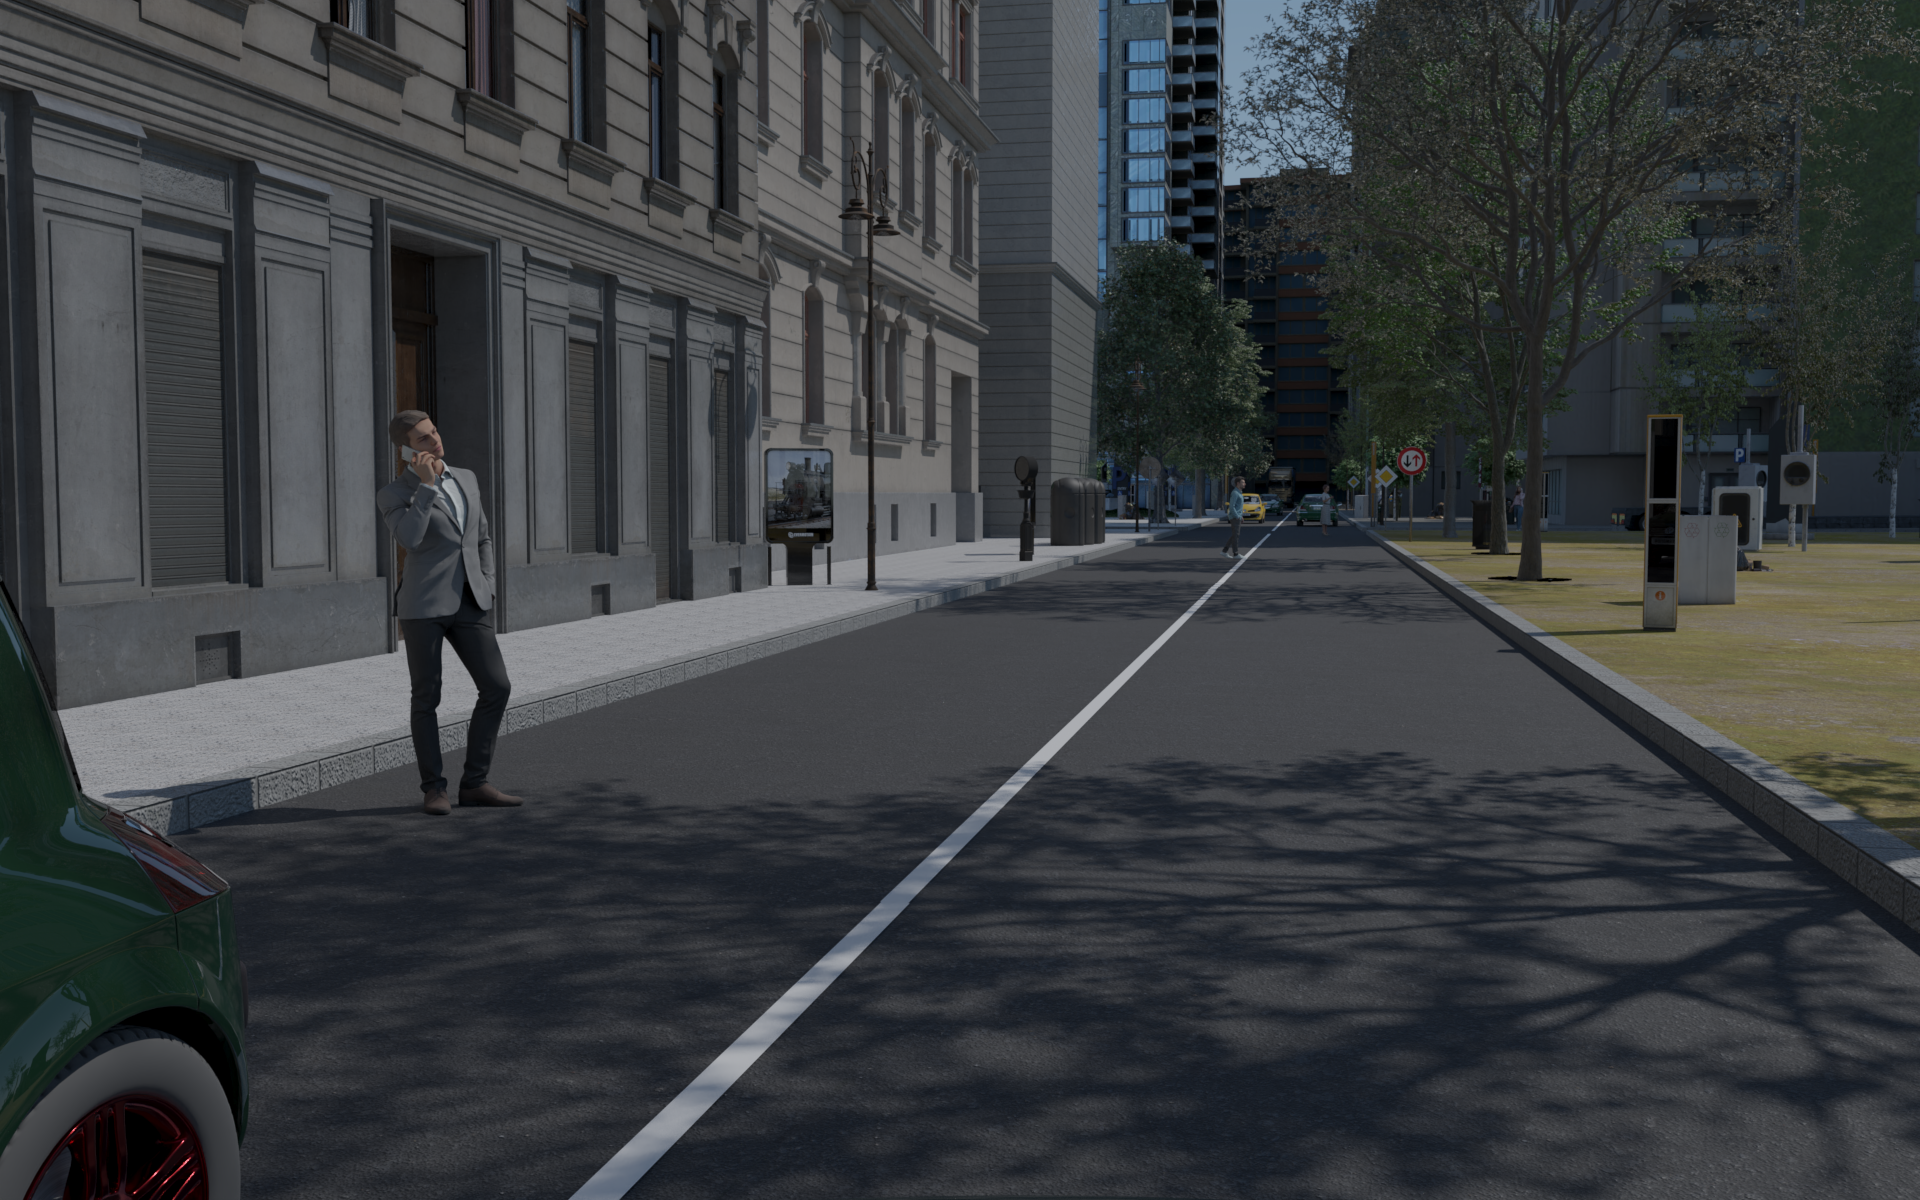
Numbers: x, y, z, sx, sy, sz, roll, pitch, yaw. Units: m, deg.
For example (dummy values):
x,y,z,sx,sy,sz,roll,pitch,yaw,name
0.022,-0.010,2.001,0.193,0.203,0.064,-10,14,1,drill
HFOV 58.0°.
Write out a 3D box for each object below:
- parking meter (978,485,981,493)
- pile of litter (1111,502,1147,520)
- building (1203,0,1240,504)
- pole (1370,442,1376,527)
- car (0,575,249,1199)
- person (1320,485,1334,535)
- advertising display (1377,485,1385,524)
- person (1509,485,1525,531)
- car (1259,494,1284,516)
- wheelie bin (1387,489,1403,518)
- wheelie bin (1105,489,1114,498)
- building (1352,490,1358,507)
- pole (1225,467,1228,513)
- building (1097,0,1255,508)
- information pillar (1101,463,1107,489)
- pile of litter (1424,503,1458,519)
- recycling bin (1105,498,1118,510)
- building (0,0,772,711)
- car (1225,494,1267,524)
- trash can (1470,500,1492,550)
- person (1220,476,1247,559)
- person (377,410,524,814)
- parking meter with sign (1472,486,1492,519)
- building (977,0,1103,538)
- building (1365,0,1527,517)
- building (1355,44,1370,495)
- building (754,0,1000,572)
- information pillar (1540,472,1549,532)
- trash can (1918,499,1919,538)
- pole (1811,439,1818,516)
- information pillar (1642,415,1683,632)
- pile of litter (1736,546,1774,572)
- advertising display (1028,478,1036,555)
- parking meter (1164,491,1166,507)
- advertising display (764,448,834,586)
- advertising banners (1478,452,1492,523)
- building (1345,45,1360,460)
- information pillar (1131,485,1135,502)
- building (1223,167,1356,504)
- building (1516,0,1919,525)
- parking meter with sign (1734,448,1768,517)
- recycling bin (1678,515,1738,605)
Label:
x,y,z,sx,sy,sz,roll,pitch,yaw,name
0.419,-2.539,49.926,0.372,1.533,0.369,0,3,0,parking meter
8.441,-4.436,86.499,1.719,0.858,1.176,2,4,27,pile of litter
19.755,-45.674,185.026,20.563,71.187,20.611,1,4,11,building
16.138,-4.510,67.586,0.158,3.312,0.155,0,3,0,pole
-2.331,0.517,1.337,2.009,1.686,4.222,1,4,12,car
12.763,-3.119,60.060,0.524,1.755,0.480,2,4,33,person
17.735,-4.148,73.041,0.123,1.923,0.974,0,4,2,advertising display
20.795,-3.388,64.489,0.643,1.750,0.593,-3,5,-40,person
20.522,-6.334,115.353,2.131,1.459,4.920,1,4,13,car
23.278,-5.180,92.605,0.693,1.594,0.980,2,4,31,wheelie bin
10.079,-6.776,118.695,0.980,1.594,0.693,2,4,24,wheelie bin
50.504,-45.020,174.323,20.563,71.187,20.611,1,4,11,building
17.632,-7.381,114.523,0.158,3.312,0.155,0,3,0,pole
19.647,-54.726,207.437,31.000,86.520,22.319,1,4,11,building
10.397,-8.172,124.972,0.504,3.616,0.183,-2,4,-31,information pillar
24.614,-4.555,88.444,1.719,0.858,1.176,1,4,20,pile of litter
9.355,-5.834,107.947,0.722,1.027,0.722,-2,4,-33,recycling bin
-8.982,-10.157,15.217,9.793,20.994,18.267,1,4,11,building
14.065,-4.573,84.991,2.015,1.641,3.980,1,4,12,car
12.212,-1.746,40.207,0.748,1.137,0.748,0,3,0,trash can
6.085,-1.835,38.516,0.620,1.820,0.660,1,4,13,person
-2.308,0.052,7.834,0.592,1.802,0.473,-2,4,-35,person
27.586,-5.780,90.760,1.738,3.016,0.543,-2,4,-33,parking meter with sign
-10.690,-17.140,57.736,29.804,29.767,11.434,1,4,11,building
31.877,-20.374,104.818,14.160,30.474,14.107,1,4,11,building
43.738,-31.108,158.730,14.600,45.320,14.200,1,4,11,building
-7.678,-15.234,36.458,14.401,28.519,23.554,1,4,11,building
19.707,-3.311,58.623,0.304,2.012,0.304,3,5,45,information pillar
26.974,-2.226,48.048,0.748,1.137,0.748,0,3,0,trash can
31.957,-4.339,64.778,0.158,3.312,0.155,0,3,0,pole
6.576,-0.717,16.214,0.304,2.012,0.304,1,4,23,information pillar
12.930,-0.943,29.378,1.176,0.858,1.719,-1,4,-19,pile of litter
1.514,-1.940,36.936,0.123,1.923,0.974,0,4,-3,advertising display
12.618,-6.085,107.895,0.372,1.533,0.369,0,3,0,parking meter
-2.261,-1.169,24.321,0.974,1.923,0.123,-1,4,-17,advertising display
22.026,-4.676,72.641,0.090,3.025,2.074,2,4,34,advertising banners
58.505,-37.219,197.765,28.713,52.752,27.495,1,4,11,building
13.765,-8.187,138.351,0.304,2.012,0.304,0,4,-7,information pillar
45.885,-35.530,235.543,28.867,44.769,22.147,1,4,11,building
31.528,-23.776,72.331,14.086,41.232,14.154,1,4,11,building
30.215,-4.245,65.663,1.738,3.016,0.543,-1,4,-19,parking meter with sign
8.660,-0.481,20.421,0.722,1.027,0.722,0,4,1,recycling bin
